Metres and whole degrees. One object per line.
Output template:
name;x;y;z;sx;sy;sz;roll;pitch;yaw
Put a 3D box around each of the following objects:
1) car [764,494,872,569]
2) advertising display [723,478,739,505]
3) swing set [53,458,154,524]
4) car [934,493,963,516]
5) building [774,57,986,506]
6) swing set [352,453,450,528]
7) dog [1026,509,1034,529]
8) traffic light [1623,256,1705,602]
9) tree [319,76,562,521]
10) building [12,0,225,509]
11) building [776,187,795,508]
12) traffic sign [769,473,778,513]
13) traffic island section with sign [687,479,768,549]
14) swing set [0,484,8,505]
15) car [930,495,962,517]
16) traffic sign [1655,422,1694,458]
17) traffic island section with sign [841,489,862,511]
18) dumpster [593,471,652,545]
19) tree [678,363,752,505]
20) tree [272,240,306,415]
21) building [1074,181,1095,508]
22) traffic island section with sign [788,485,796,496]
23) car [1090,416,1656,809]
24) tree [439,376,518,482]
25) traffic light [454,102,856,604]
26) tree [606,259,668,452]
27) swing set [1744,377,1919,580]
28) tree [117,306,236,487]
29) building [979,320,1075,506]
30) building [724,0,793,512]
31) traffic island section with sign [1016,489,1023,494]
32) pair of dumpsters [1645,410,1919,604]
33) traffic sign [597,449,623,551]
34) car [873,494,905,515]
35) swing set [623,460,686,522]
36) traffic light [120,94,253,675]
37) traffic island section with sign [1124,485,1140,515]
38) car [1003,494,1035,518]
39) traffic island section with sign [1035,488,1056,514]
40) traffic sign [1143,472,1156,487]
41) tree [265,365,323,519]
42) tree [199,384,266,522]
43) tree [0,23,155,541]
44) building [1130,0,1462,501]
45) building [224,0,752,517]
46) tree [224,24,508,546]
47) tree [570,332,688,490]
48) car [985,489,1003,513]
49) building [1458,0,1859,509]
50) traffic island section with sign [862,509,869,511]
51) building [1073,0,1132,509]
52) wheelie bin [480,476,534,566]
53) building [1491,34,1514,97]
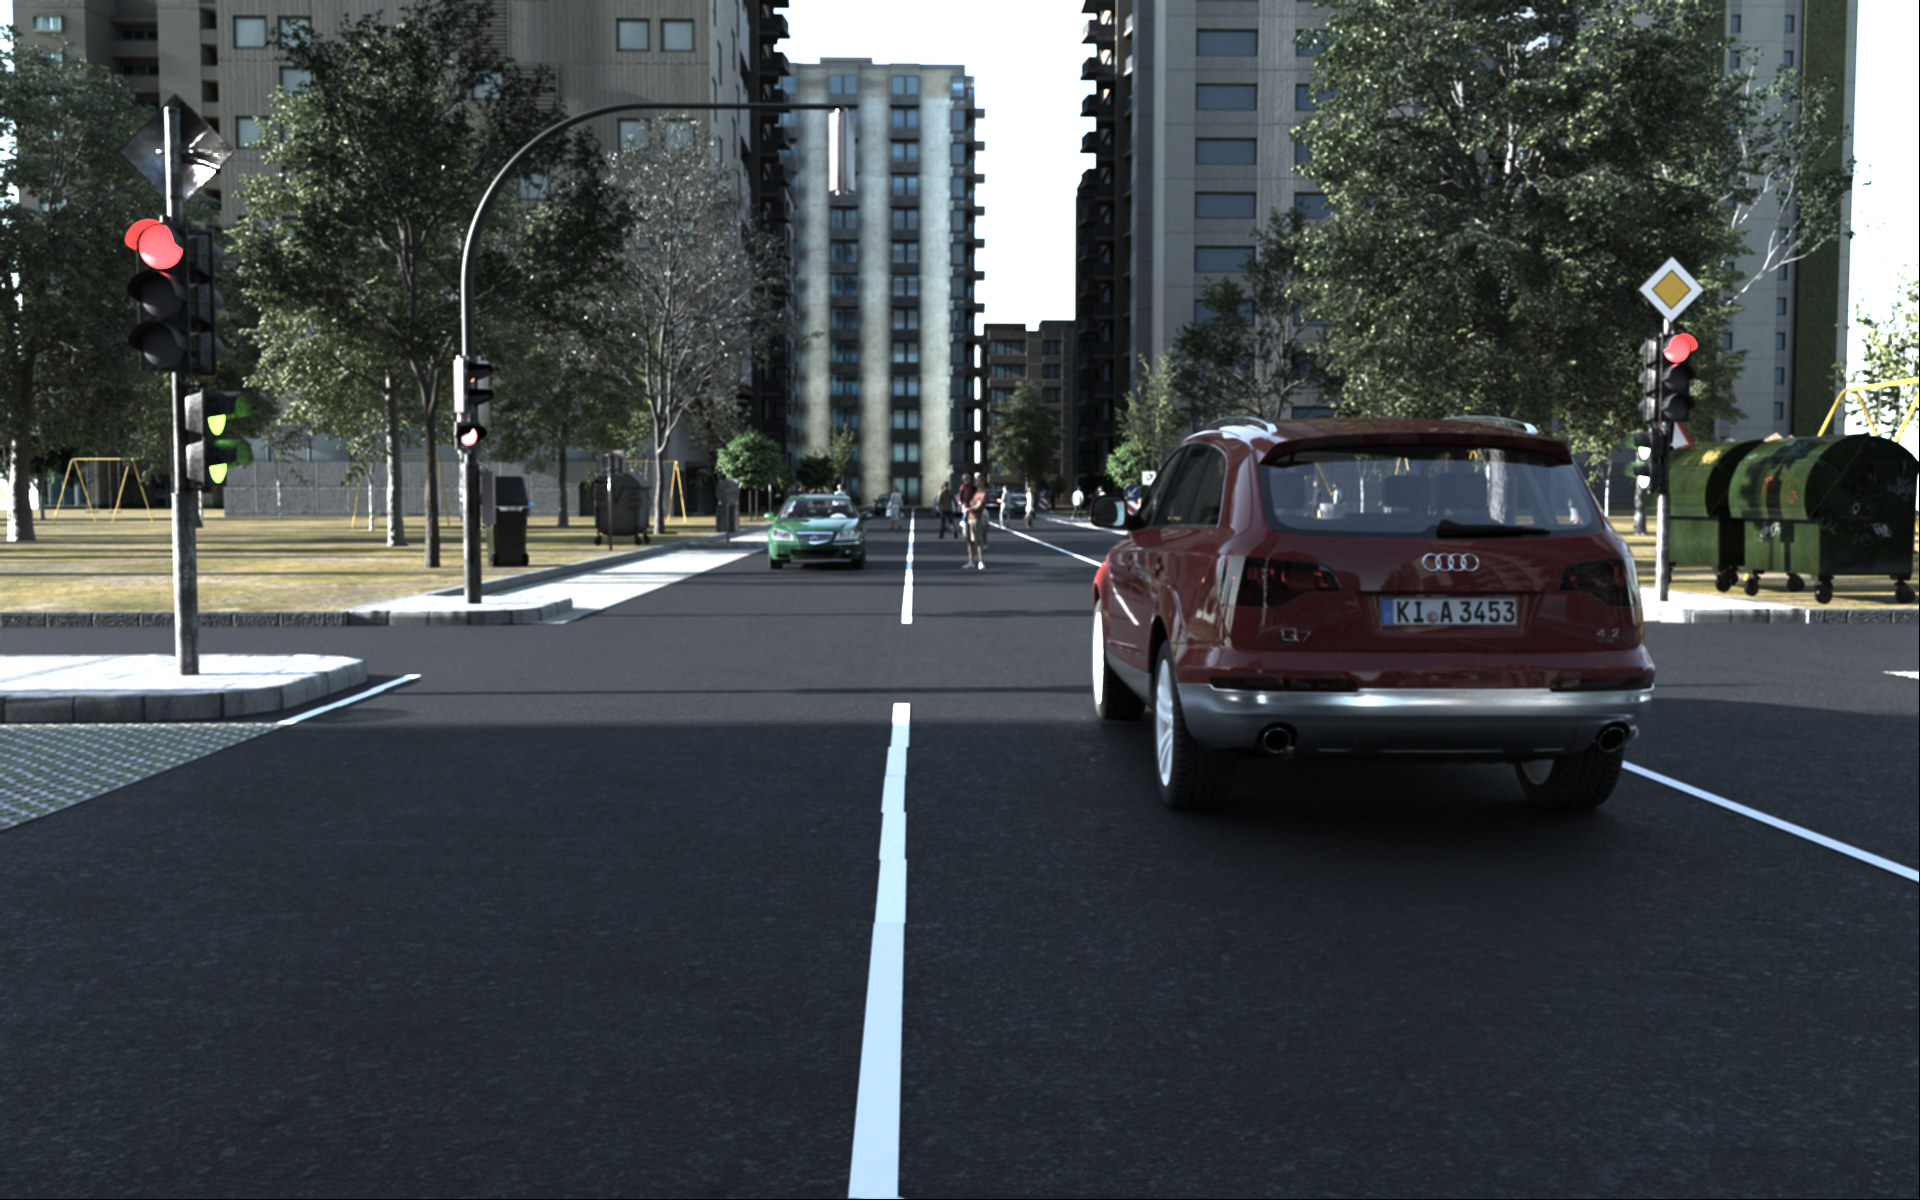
car;-2.813;-1.399;34.667;2.131;1.459;4.920;0;4;-2
advertising display;-9.014;-3.854;68.219;0.123;1.923;0.974;2;4;26
swing set;-37.550;-4.801;76.116;3.119;2.851;2.862;1;4;10
car;-0.690;-6.580;116.629;2.155;1.783;4.494;0;4;0
building;-12.569;-35.047;192.620;30.456;49.044;23.786;0;4;-2
swing set;-21.546;-4.208;66.426;3.119;2.851;2.862;0;4;-1
dog;3.005;-3.373;71.991;0.513;0.831;0.800;3;5;44
traffic light;8.365;-1.936;20.582;0.839;4.253;0.868;0;4;-2
tree;-24.236;-13.731;80.399;12.611;20.169;13.585;0;3;0
building;-68.974;-32.576;156.324;21.600;48.544;21.300;0;4;-2
building;-22.484;-23.775;160.429;14.107;30.474;14.160;0;4;-2
traffic sign;-9.179;-5.115;83.730;0.768;2.556;0.104;0;4;-1
traffic island section with sign;-6.077;-2.256;45.519;1.989;1.847;2.006;0;4;-2
swing set;-36.746;-4.114;64.891;2.862;2.851;3.119;-2;4;-30
car;-0.853;-5.945;109.567;2.083;1.381;4.827;0;4;-2
traffic sign;10.549;-1.576;25.779;0.884;2.594;0.081;0;4;6
traffic island section with sign;-8.109;-6.938;122.060;1.989;1.847;2.006;0;4;-2
dumpster;-8.568;-2.333;43.897;1.264;1.857;1.865;0;4;-2
tree;-12.946;-8.708;92.744;4.360;8.622;3.978;0;3;0
tree;-29.284;-9.726;65.676;9.857;13.997;8.962;0;3;0
building;17.523;-23.872;162.007;14.160;30.474;14.107;0;4;-2
traffic island section with sign;-6.793;-3.904;72.465;1.989;1.847;2.006;0;4;-2
car;1.904;-0.046;9.424;2.281;1.827;5.304;0;4;-1
tree;-25.334;-8.651;91.800;4.360;8.622;3.978;0;3;0
traffic light;-3.602;-2.790;20.284;4.771;5.953;1.251;0;4;-2
tree;-15.117;-9.131;67.414;7.486;12.596;7.792;0;3;0
swing set;12.962;-1.620;24.108;2.862;2.851;3.119;0;4;6
tree;-26.298;-6.552;57.494;4.737;8.622;4.395;0;3;0
building;17.083;-21.524;196.948;28.899;21.520;27.650;0;4;-2
building;-24.817;-29.454;136.200;22.147;44.769;28.867;0;4;-2
traffic island section with sign;4.986;-8.626;149.657;1.989;1.847;2.006;0;4;-2
pair of dumpsters;10.434;-1.202;22.147;1.574;2.255;4.437;0;4;-1
traffic sign;-7.895;-2.261;39.095;0.606;2.300;0.079;0;4;7
car;-4.807;-6.474;117.640;2.131;1.459;4.920;0;4;-1
swing set;-14.770;-5.110;81.173;3.119;2.851;2.862;-2;4;-26
traffic light;-5.479;-1.425;12.212;0.839;4.253;0.868;0;4;-2
traffic island section with sign;7.026;-3.917;72.678;1.989;1.847;2.006;0;4;-2
car;3.563;-5.758;105.936;2.131;1.459;4.920;0;4;-3
traffic island section with sign;5.713;-6.960;122.416;1.989;1.847;2.006;0;4;-2
traffic sign;8.627;-4.697;78.929;0.606;2.300;0.079;0;4;5
tree;-34.908;-8.477;88.968;4.360;8.622;3.978;0;3;0
tree;-35.256;-7.980;80.841;4.360;8.622;3.978;0;3;0
tree;-25.788;-8.606;47.367;9.857;13.997;8.962;0;3;0
building;21.582;-34.793;110.858;21.231;58.520;28.212;0;4;-2
building;-27.524;-31.713;107.746;28.713;52.752;27.495;0;4;-2
tree;-13.962;-7.581;42.085;7.486;12.596;7.792;0;3;0
tree;-13.851;-7.610;74.794;4.737;8.622;4.395;0;3;0
car;2.341;-7.455;130.556;2.281;1.827;5.304;0;4;-1
building;63.482;-37.732;158.923;28.212;58.520;21.231;0;4;-2
traffic island section with sign;-8.819;-8.596;149.168;1.989;1.847;2.006;0;4;-2
building;21.201;-29.688;140.027;22.147;44.769;28.867;0;4;-2
wheelie bin;-8.135;-1.407;30.909;0.980;1.594;0.693;-2;4;-31
building;42.171;-31.368;162.978;14.200;45.320;14.600;0;4;-2
